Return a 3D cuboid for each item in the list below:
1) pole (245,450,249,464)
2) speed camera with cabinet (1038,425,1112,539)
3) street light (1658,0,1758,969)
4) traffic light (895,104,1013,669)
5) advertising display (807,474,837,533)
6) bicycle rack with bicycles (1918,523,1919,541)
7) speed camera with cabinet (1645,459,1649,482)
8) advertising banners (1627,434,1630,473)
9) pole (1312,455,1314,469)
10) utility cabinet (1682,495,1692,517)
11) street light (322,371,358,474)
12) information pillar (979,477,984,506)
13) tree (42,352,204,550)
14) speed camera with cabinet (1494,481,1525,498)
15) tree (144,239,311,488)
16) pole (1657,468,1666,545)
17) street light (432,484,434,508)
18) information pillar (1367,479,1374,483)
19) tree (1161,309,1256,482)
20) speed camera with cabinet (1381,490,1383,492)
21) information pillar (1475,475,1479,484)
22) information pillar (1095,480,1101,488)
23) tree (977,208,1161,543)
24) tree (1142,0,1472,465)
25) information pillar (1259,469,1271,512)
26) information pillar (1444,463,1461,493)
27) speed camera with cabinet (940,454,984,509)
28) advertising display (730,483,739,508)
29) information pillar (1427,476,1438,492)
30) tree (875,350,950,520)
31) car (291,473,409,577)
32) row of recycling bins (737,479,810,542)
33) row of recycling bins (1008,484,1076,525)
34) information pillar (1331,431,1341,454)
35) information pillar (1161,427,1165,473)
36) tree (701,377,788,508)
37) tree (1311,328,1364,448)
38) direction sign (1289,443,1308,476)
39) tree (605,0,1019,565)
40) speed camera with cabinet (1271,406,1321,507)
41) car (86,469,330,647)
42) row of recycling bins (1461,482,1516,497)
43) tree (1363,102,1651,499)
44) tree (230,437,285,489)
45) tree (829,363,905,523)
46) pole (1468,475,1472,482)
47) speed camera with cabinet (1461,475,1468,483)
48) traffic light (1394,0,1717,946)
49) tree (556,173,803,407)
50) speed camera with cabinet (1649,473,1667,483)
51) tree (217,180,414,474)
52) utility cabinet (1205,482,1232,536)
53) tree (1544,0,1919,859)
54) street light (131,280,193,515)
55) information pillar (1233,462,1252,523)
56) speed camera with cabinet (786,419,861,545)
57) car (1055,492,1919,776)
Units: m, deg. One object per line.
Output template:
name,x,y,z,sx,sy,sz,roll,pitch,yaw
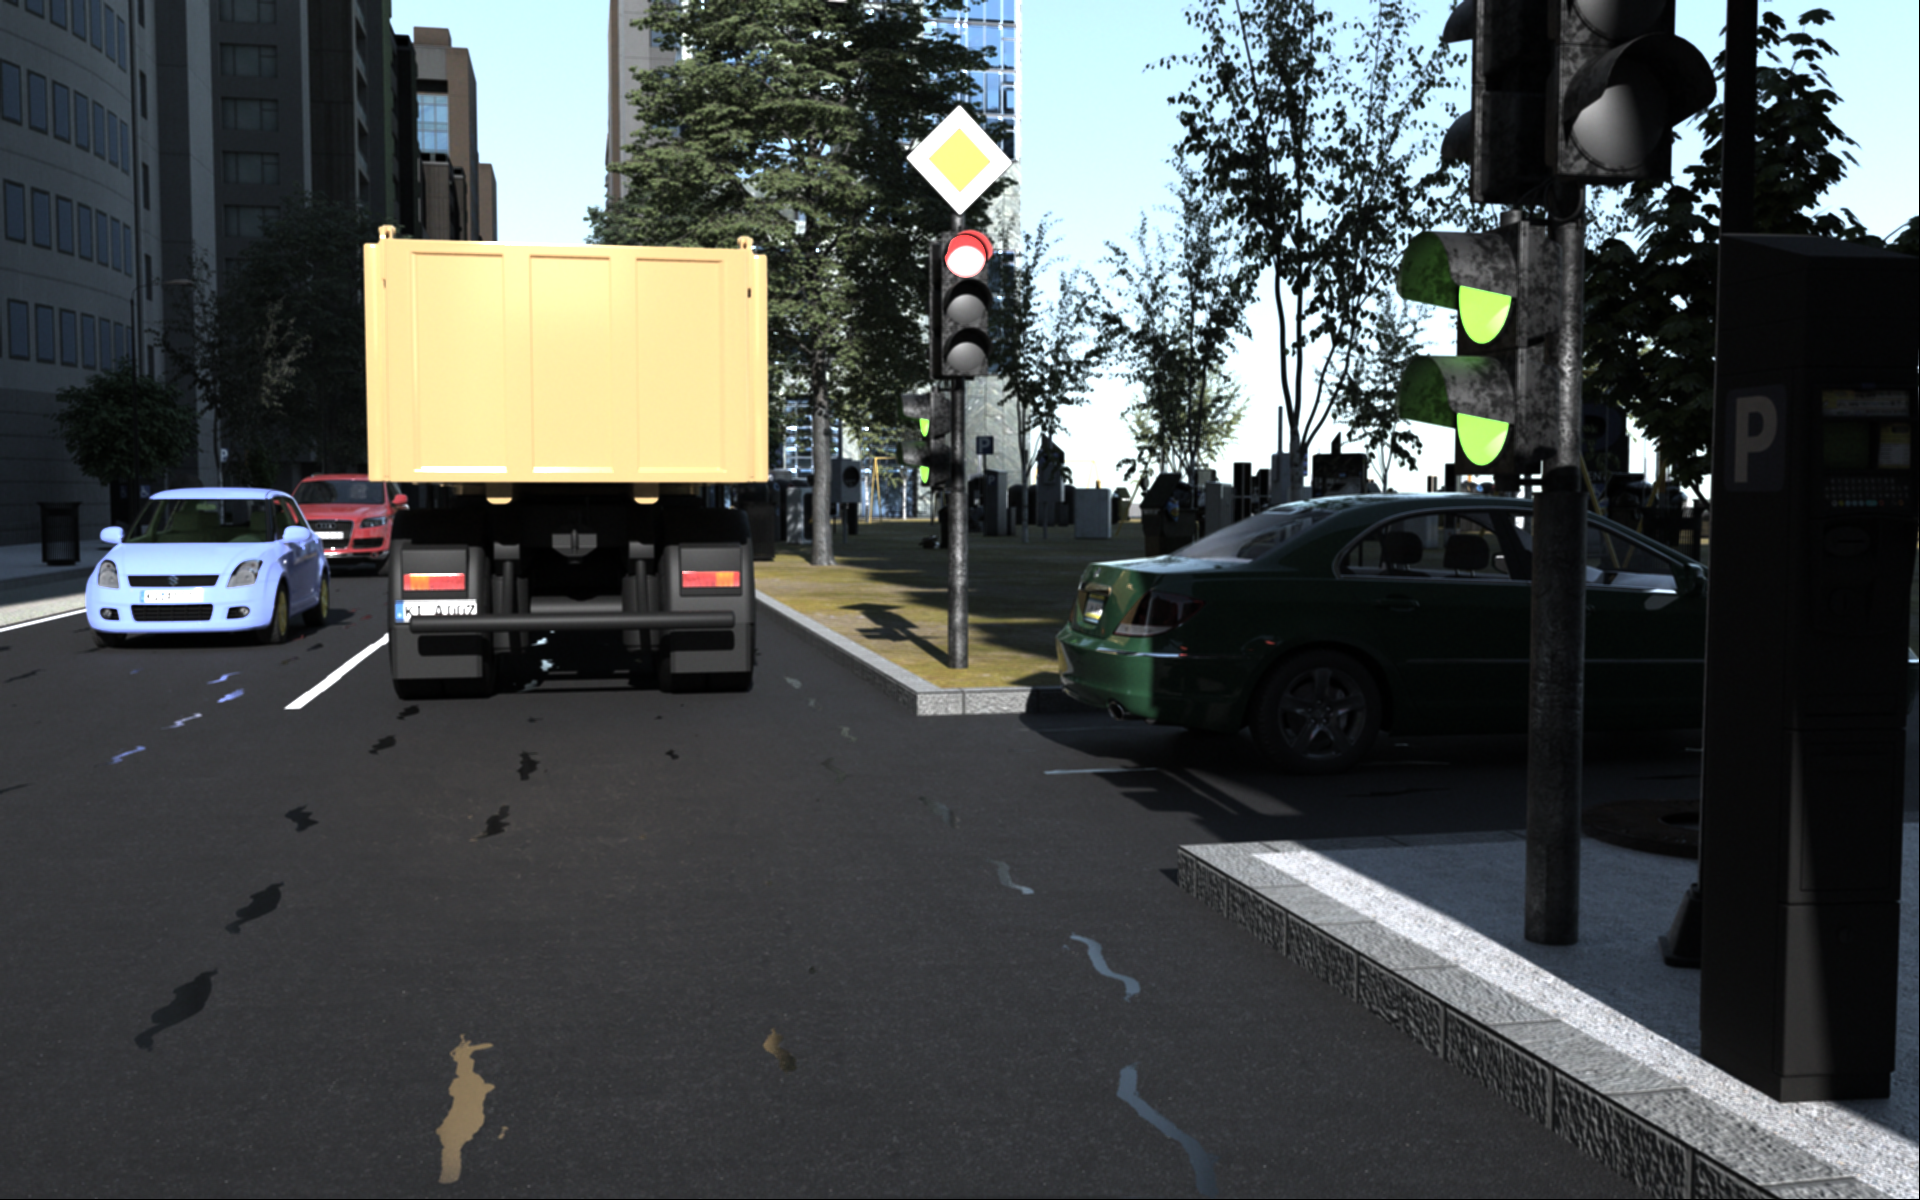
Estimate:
pole,-32.912,-5.274,80.077,0.158,3.312,0.155,0,3,0
speed camera with cabinet,3.303,-3.387,49.719,2.038,3.252,0.660,1,4,15
street light,1.562,-1.955,4.502,1.470,5.913,1.316,-1,4,-12
traffic light,-0.034,-1.453,12.670,0.839,4.253,0.868,-1,4,-12
advertising display,-4.520,-3.151,56.740,0.974,1.923,0.123,-1,4,-20
bicycle rack with bicycles,24.369,-1.964,45.498,2.925,0.926,2.852,2,4,25
speed camera with cabinet,37.533,-6.137,94.681,0.660,3.252,2.038,3,5,40
advertising banners,19.130,-3.249,49.309,0.090,3.025,2.074,1,4,12
pole,18.313,-5.856,89.593,0.158,3.312,0.155,0,3,0
utility cabinet,32.686,-4.125,78.608,0.306,1.237,1.020,-1,4,-23
street light,-23.342,-5.667,65.190,1.470,5.913,1.316,-1,4,-12
information pillar,1.059,-4.364,75.847,0.304,2.012,0.304,-3,4,-37
tree,-19.358,-3.451,40.143,4.285,4.588,4.351,0,3,0
speed camera with cabinet,20.127,-4.217,63.287,0.660,3.252,2.038,0,4,-1
tree,-21.621,-6.158,51.049,4.360,8.622,3.978,0,3,0
pole,16.129,-2.811,39.804,0.158,3.312,0.155,0,3,0
street light,-33.663,-8.554,112.400,1.470,5.913,1.316,-1,4,-12
information pillar,19.767,-4.836,83.565,0.304,2.012,0.304,-2,4,-28
tree,8.729,-7.203,68.124,4.737,8.622,4.395,0,3,0
speed camera with cabinet,15.280,-4.420,66.605,2.038,3.252,0.660,1,4,17
information pillar,26.213,-5.897,87.769,0.183,3.616,0.504,2,4,31
information pillar,7.250,-5.282,90.851,0.304,2.012,0.304,0,4,5
tree,1.904,-5.790,45.035,4.737,8.622,4.395,0,3,0
tree,3.982,-4.220,19.365,4.360,8.622,3.978,0,3,0
information pillar,8.863,-2.804,50.345,0.304,2.012,0.304,2,4,25
information pillar,11.771,-2.257,41.390,0.304,2.012,0.304,3,4,38
speed camera with cabinet,0.176,-5.043,76.783,2.038,3.252,0.660,1,4,15
advertising display,-9.299,-4.170,73.401,0.974,1.923,0.123,-3,5,-44
information pillar,18.699,-3.921,68.593,0.304,2.012,0.304,-2,4,-28
tree,-2.575,-8.331,86.572,4.360,8.622,3.978,0,3,0
car,-11.152,-1.395,31.487,2.281,1.827,5.304,-1,4,-12
row of recycling bins,-5.118,-2.471,47.510,1.069,1.692,3.534,1,4,20
row of recycling bins,3.559,-4.070,73.655,3.534,1.692,1.069,-3,4,-37
information pillar,14.061,-4.491,64.785,0.183,3.616,0.504,-2,4,-27
information pillar,7.089,-4.238,60.639,0.183,3.616,0.504,0,4,1
tree,-5.445,-3.438,39.931,4.285,4.588,4.351,0,3,0
tree,14.129,-6.582,57.980,4.737,8.622,4.395,0,3,0
direction sign,14.936,-5.167,76.484,0.876,3.537,0.379,3,4,36
tree,-2.640,-6.876,30.543,7.486,12.596,7.792,0,3,0
speed camera with cabinet,7.485,-2.688,38.284,0.660,3.252,2.038,-1,4,-9
car,-7.488,-0.480,17.445,1.945,1.707,3.694,-1,4,-11
row of recycling bins,17.882,-3.216,59.691,3.534,1.692,1.069,-3,4,-39
tree,10.139,-4.885,30.230,4.737,8.622,4.395,0,3,0
tree,-23.345,-3.842,57.414,1.663,3.219,1.824,0,3,0
tree,-4.116,-7.782,77.605,4.737,8.622,4.395,0,3,0
pole,26.731,-5.933,90.840,0.158,3.312,0.155,0,3,0
speed camera with cabinet,26.487,-6.042,93.129,2.038,3.252,0.660,-1,4,-21
traffic light,1.684,-0.976,4.872,0.839,4.253,0.868,-1,4,-12
tree,-10.772,-9.699,65.234,9.857,13.997,8.962,0,3,0
speed camera with cabinet,30.151,-4.893,74.331,0.660,3.252,2.038,2,4,27
tree,-26.412,-10.130,72.278,9.857,13.997,8.962,0,3,0
utility cabinet,4.756,-1.413,31.784,0.318,1.500,1.173,1,4,18
tree,2.926,-0.714,6.280,1.663,3.219,1.824,0,3,0
street light,-17.319,-3.979,37.601,1.470,5.913,1.316,-1,4,-12
information pillar,6.520,-2.173,40.024,0.304,2.012,0.304,-3,5,-40
speed camera with cabinet,-3.488,-3.066,44.467,2.038,3.252,0.660,-3,5,-43
car,3.008,0.116,9.900,4.920,1.459,2.131,-1,4,-11
